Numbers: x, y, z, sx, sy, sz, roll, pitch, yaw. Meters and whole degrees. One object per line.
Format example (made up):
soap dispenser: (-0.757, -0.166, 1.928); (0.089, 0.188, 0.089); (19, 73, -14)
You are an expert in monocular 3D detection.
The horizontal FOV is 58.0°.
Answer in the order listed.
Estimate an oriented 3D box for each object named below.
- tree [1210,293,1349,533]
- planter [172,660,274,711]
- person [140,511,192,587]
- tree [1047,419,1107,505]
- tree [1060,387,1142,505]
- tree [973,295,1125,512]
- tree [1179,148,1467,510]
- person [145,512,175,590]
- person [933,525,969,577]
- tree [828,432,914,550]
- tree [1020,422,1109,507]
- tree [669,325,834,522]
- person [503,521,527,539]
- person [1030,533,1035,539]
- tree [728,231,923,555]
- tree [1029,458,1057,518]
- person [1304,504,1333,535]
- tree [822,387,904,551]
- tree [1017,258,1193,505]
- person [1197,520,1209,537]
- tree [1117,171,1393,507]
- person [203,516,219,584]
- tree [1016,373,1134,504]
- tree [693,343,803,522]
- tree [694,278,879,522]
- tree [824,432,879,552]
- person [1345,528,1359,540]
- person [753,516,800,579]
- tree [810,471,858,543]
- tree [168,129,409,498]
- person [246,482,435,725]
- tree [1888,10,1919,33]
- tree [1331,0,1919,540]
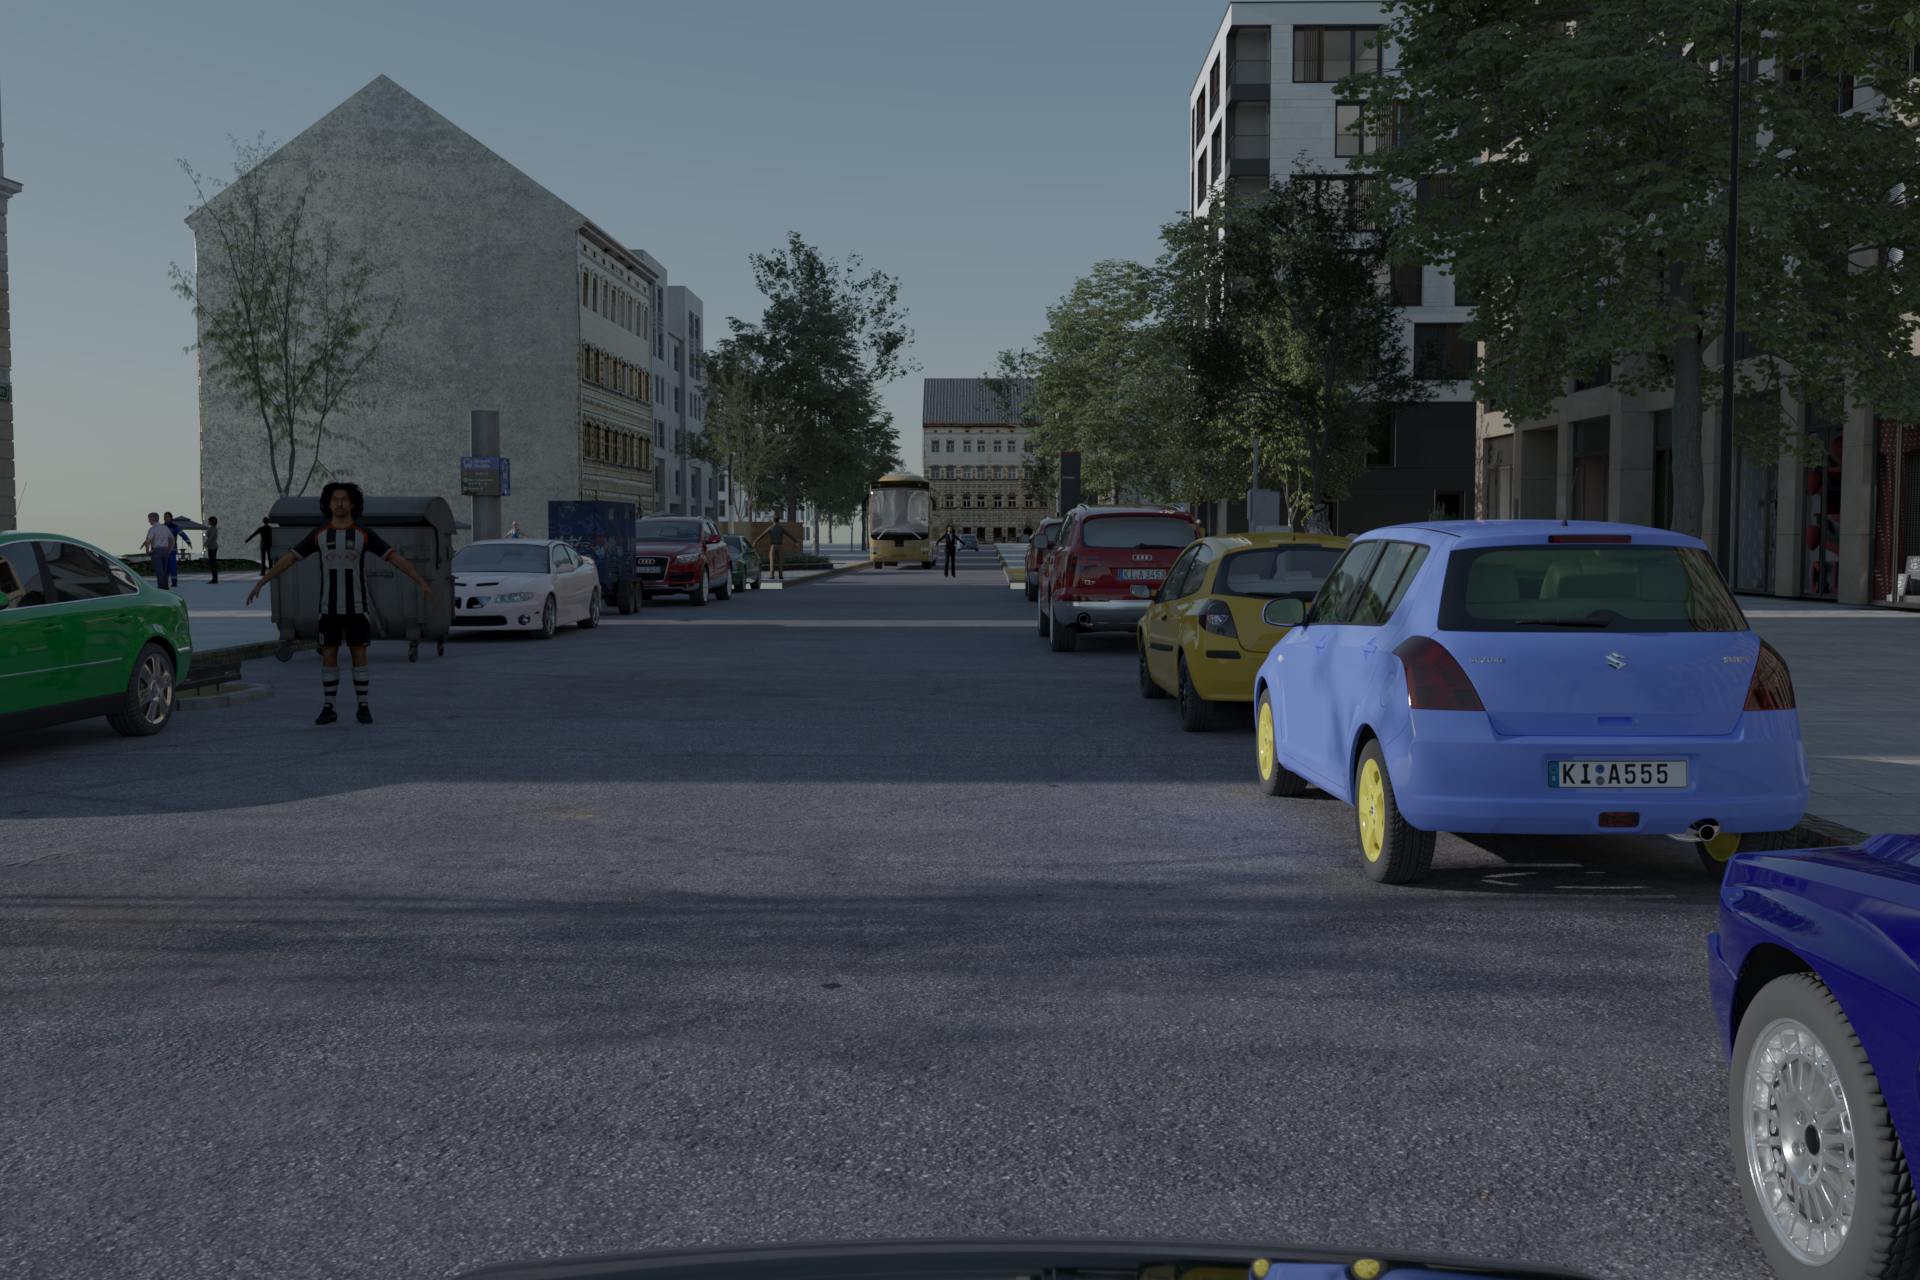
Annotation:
tree: (9.851, -6.226, 52.156); (4.737, 8.622, 4.395); (0, 3, 0)
planter: (-7.069, 0.385, 14.847); (1.991, 0.319, 1.994); (0, 4, 1)
person: (-19.240, -2.208, 42.074); (1.345, 1.831, 0.704); (0, 4, 7)
tree: (6.856, -9.303, 102.471); (4.360, 8.622, 3.978); (0, 3, 0)
tree: (6.471, -8.235, 85.012); (4.360, 8.622, 3.978); (0, 3, 0)
tree: (7.331, -17.401, 140.395); (12.611, 20.169, 13.585); (0, 3, 0)
tree: (8.651, -6.638, 42.938); (7.601, 10.594, 8.767); (-2, 4, -34)
person: (-15.820, -1.659, 34.109); (0.436, 1.711, 0.756); (2, 4, 25)
person: (-0.308, -2.932, 57.112); (1.216, 1.740, 0.721); (-1, 4, -16)
tree: (-7.497, -12.794, 143.589); (8.767, 10.594, 7.601); (1, 4, 20)
tree: (8.043, -11.831, 127.856); (7.601, 10.594, 8.767); (-1, 4, -15)
tree: (-9.041, -8.681, 76.351); (8.767, 10.594, 7.601); (2, 4, 33)
person: (-19.819, -4.364, 77.204); (1.347, 1.847, 0.705); (1, 4, 12)
person: (3.219, -3.708, 66.808); (1.347, 1.806, 0.705); (0, 4, -4)
tree: (-8.549, -15.357, 106.981); (12.611, 20.169, 13.585); (0, 3, 0)
tree: (7.598, -12.229, 150.311); (4.360, 8.622, 3.978); (0, 3, 0)
person: (5.489, -1.208, 26.459); (0.621, 1.740, 0.551); (-1, 4, -17)
tree: (-7.734, -13.182, 133.647); (7.486, 12.596, 7.792); (0, 3, 0)
tree: (6.080, -9.421, 72.163); (7.486, 12.596, 7.792); (0, 3, 0)
person: (9.184, -3.717, 66.748); (1.349, 1.833, 0.705); (-2, 4, -34)
tree: (10.400, -9.402, 60.383); (9.857, 13.997, 8.962); (0, 3, 0)
person: (-19.390, -2.324, 44.759); (0.721, 1.744, 1.215); (-1, 4, -14)
tree: (7.538, -11.432, 112.661); (9.928, 11.665, 9.643); (0, 3, 0)
tree: (-8.718, -7.153, 67.310); (4.360, 8.622, 3.978); (0, 3, 0)
tree: (-8.641, -11.104, 88.213); (9.857, 13.997, 8.962); (0, 3, 0)
tree: (-7.785, -10.645, 124.415); (4.360, 8.622, 3.978); (0, 3, 0)
person: (10.025, -2.128, 44.032); (0.628, 1.438, 0.799); (-3, 4, -39)
person: (-5.221, -2.626, 49.206); (1.348, 1.796, 0.705); (-1, 4, -11)
tree: (-18.003, -20.456, 241.118); (9.857, 13.997, 8.962); (0, 3, 0)
tree: (-12.682, -5.014, 32.346); (4.360, 8.622, 3.978); (0, 3, 0)
person: (-4.673, -0.276, 13.117); (1.345, 1.843, 0.704); (-1, 4, -13)
tree: (8.278, -3.677, 10.475); (4.737, 8.622, 4.395); (0, 3, 0)
tree: (7.841, -6.198, 19.473); (7.486, 12.596, 7.792); (0, 3, 0)
